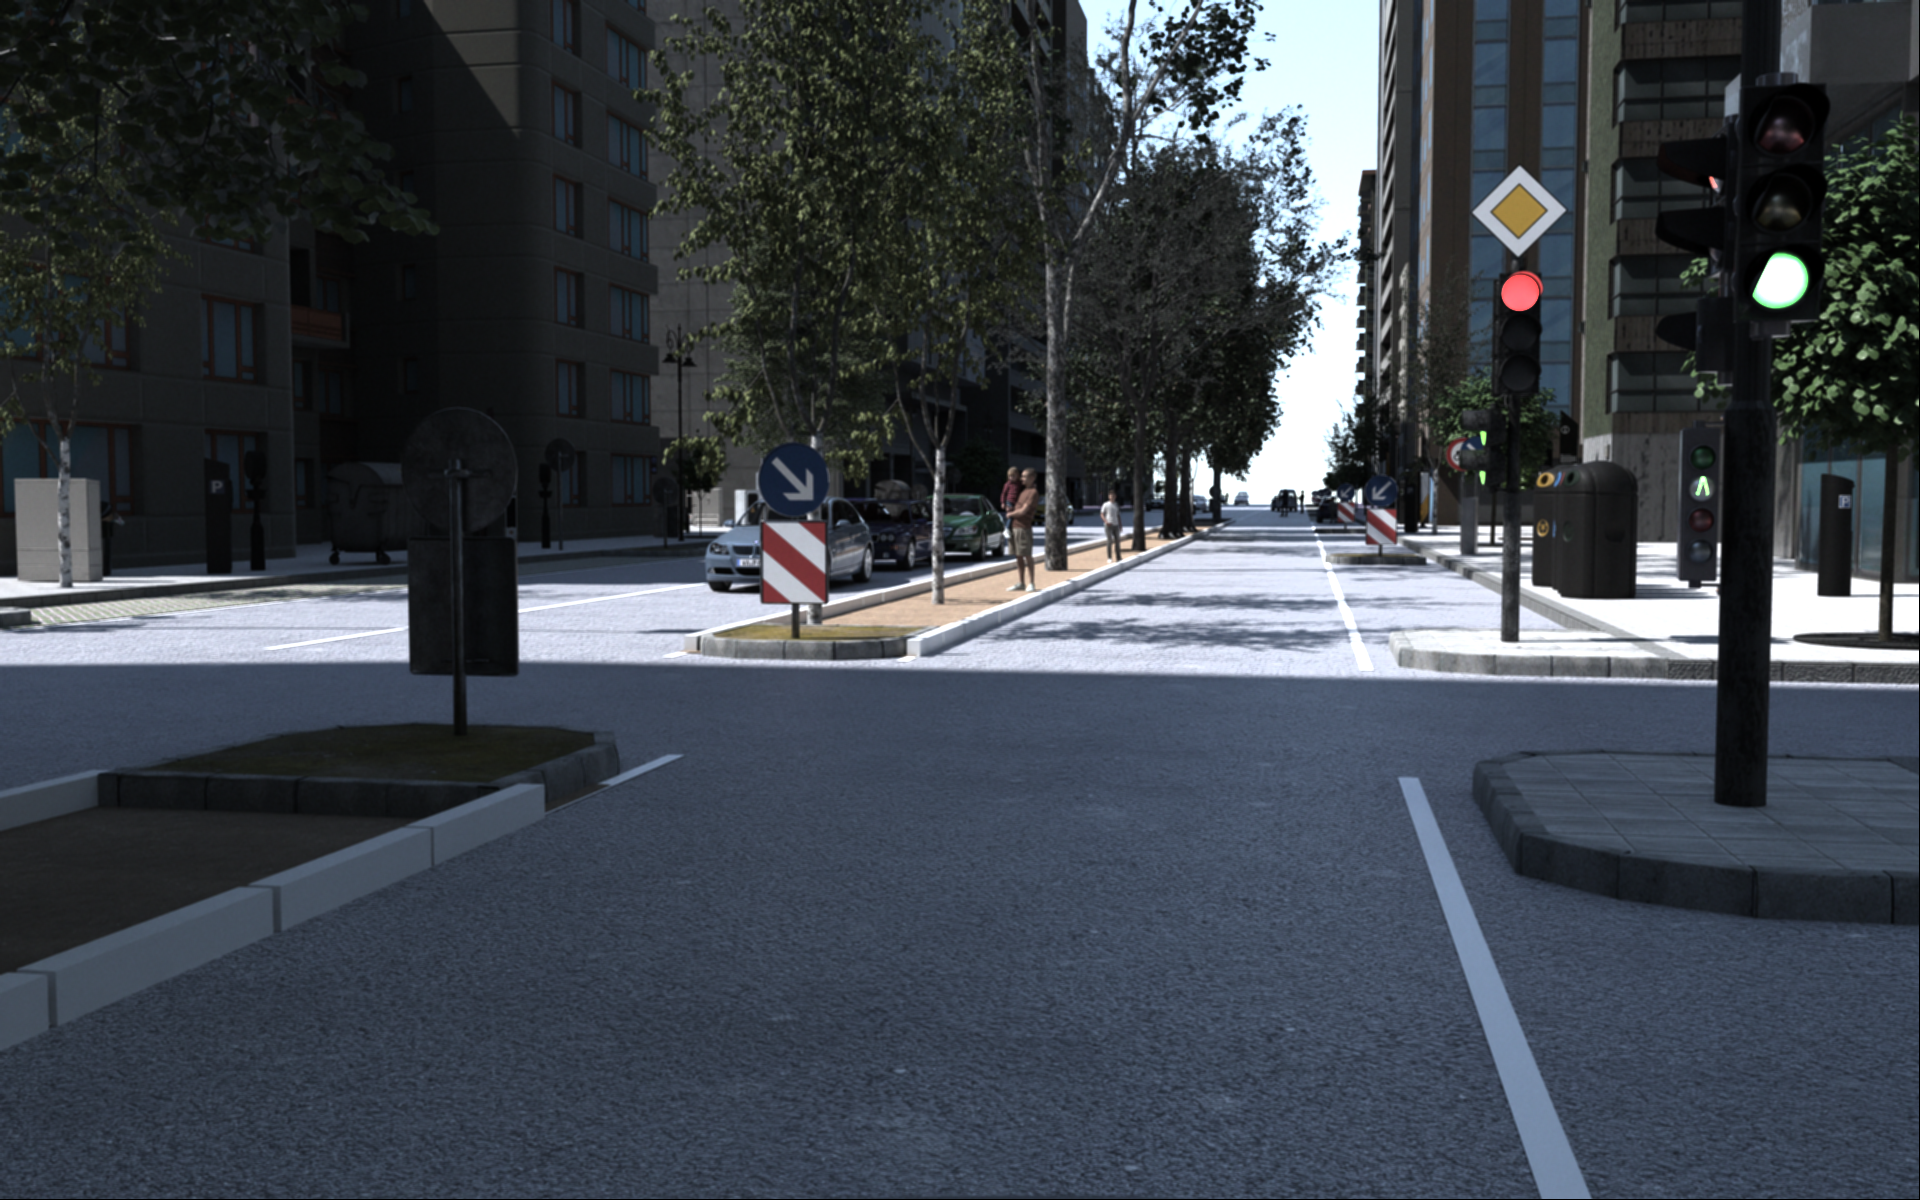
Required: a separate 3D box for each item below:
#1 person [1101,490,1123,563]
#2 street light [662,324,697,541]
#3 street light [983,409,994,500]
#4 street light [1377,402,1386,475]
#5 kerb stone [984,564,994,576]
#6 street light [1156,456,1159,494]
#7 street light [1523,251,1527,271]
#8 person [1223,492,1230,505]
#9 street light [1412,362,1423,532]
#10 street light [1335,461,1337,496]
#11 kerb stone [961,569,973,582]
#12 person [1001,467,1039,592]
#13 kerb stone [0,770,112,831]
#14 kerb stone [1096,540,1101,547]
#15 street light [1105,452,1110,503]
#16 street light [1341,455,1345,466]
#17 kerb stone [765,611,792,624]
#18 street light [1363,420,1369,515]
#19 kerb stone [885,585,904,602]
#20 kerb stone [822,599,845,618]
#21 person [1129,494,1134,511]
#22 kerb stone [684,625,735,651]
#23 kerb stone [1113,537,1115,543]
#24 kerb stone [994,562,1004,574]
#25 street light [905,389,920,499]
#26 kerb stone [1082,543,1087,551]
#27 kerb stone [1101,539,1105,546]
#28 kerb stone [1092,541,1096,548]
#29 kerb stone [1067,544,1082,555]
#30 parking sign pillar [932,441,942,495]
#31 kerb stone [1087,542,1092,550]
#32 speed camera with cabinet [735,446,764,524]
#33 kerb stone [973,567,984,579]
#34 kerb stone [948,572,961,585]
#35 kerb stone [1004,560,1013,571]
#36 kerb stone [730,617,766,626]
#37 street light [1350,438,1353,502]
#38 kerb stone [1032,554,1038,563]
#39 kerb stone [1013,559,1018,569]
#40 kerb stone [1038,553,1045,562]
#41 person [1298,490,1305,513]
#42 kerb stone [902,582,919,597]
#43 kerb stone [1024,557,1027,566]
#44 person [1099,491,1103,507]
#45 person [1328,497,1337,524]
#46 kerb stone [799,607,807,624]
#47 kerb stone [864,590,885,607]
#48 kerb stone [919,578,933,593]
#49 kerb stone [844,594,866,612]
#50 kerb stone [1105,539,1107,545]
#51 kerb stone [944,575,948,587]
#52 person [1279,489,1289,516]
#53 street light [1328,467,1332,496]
[{"bbox_3d":[3.190,-1.519,35.929,0.523,1.515,0.503,2,4,34],"label":"person"},{"bbox_3d":[-7.611,-4.547,47.136,0.468,5.910,1.993,1,4,11],"label":"street light"},{"bbox_3d":[1.557,-7.403,93.819,0.468,5.910,1.993,1,4,11],"label":"street light"},{"bbox_3d":[21.205,-6.996,87.175,0.468,5.910,1.993,1,4,11],"label":"street light"},{"bbox_3d":[0.412,-0.494,30.274,0.120,0.150,1.000,1,4,11],"label":"kerb stone"},{"bbox_3d":[23.283,-14.157,204.250,0.468,5.910,1.993,1,4,11],"label":"street light"},{"bbox_3d":[10.011,-3.567,31.111,0.468,5.910,1.993,1,4,11],"label":"street light"},{"bbox_3d":[34.404,-13.102,223.534,1.217,1.723,0.721,-3,4,-37],"label":"person"},{"bbox_3d":[15.624,-5.281,59.140,0.468,5.910,1.993,1,4,11],"label":"street light"},{"bbox_3d":[40.902,-13.155,187.872,0.468,5.910,1.993,1,4,11],"label":"street light"},{"bbox_3d":[0.015,-0.371,28.267,0.120,0.150,1.000,1,4,11],"label":"kerb stone"},{"bbox_3d":[0.891,-1.039,25.459,0.580,1.828,0.573,1,4,11],"label":"person"},{"bbox_3d":[-4.063,0.895,7.565,0.120,0.150,1.000,1,4,11],"label":"kerb stone"},{"bbox_3d":[3.582,-1.478,46.358,0.120,0.150,1.000,1,4,11],"label":"kerb stone"},{"bbox_3d":[12.676,-10.852,150.224,0.468,5.910,1.993,1,4,11],"label":"street light"},{"bbox_3d":[36.078,-11.635,163.025,0.468,5.910,1.993,1,4,11],"label":"street light"},{"bbox_3d":[-1.961,0.245,18.217,0.120,0.150,1.000,1,4,11],"label":"kerb stone"},{"bbox_3d":[24.920,-8.170,106.362,0.468,5.910,1.993,1,4,11],"label":"street light"},{"bbox_3d":[-0.961,-0.064,23.235,0.120,0.150,1.000,1,4,11],"label":"kerb stone"},{"bbox_3d":[-1.557,0.125,20.224,0.120,0.150,1.000,1,4,11],"label":"kerb stone"},{"bbox_3d":[14.885,-8.408,149.234,1.065,1.426,0.557,1,4,10],"label":"person"},{"bbox_3d":[-2.351,0.368,16.211,0.120,0.150,1.000,1,4,11],"label":"kerb stone"},{"bbox_3d":[4.373,-1.723,50.369,0.120,0.150,1.000,1,4,11],"label":"kerb stone"},{"bbox_3d":[0.613,-0.555,31.276,0.120,0.150,1.000,1,4,11],"label":"kerb stone"},{"bbox_3d":[-2.122,-6.263,75.189,0.468,5.910,1.993,1,4,11],"label":"street light"},{"bbox_3d":[2.992,-1.294,43.348,0.120,0.150,1.000,1,4,11],"label":"kerb stone"},{"bbox_3d":[3.785,-1.535,47.360,0.120,0.150,1.000,1,4,11],"label":"kerb stone"},{"bbox_3d":[3.389,-1.414,45.353,0.120,0.150,1.000,1,4,11],"label":"kerb stone"},{"bbox_3d":[2.793,-1.232,42.344,0.120,0.150,1.000,1,4,11],"label":"kerb stone"},{"bbox_3d":[-1.136,-6.047,87.337,1.447,3.967,1.447,0,4,4],"label":"parking sign pillar"},{"bbox_3d":[3.192,-1.355,44.350,0.120,0.150,1.000,1,4,11],"label":"kerb stone"},{"bbox_3d":[-8.261,-4.635,70.124,0.660,3.252,2.038,2,4,31],"label":"speed camera with cabinet"},{"bbox_3d":[0.220,-0.433,29.269,0.120,0.150,1.000,1,4,11],"label":"kerb stone"},{"bbox_3d":[-0.183,-0.308,27.265,0.120,0.150,1.000,1,4,11],"label":"kerb stone"},{"bbox_3d":[0.807,-0.616,32.281,0.120,0.150,1.000,1,4,11],"label":"kerb stone"},{"bbox_3d":[-2.161,0.305,17.215,0.120,0.150,1.000,1,4,11],"label":"kerb stone"},{"bbox_3d":[30.465,-9.908,134.781,0.468,5.910,1.993,1,4,11],"label":"street light"},{"bbox_3d":[1.403,-0.799,35.301,0.120,0.150,1.000,1,4,11],"label":"kerb stone"},{"bbox_3d":[1.009,-0.678,33.292,0.120,0.150,1.000,1,4,11],"label":"kerb stone"},{"bbox_3d":[1.605,-0.861,36.311,0.120,0.150,1.000,1,4,11],"label":"kerb stone"},{"bbox_3d":[25.528,-7.359,129.637,0.721,1.723,1.217,0,4,-5],"label":"person"},{"bbox_3d":[-0.771,-0.125,24.246,0.120,0.150,1.000,1,4,11],"label":"kerb stone"},{"bbox_3d":[1.211,-0.740,34.294,0.120,0.150,1.000,1,4,11],"label":"kerb stone"},{"bbox_3d":[14.171,-10.051,173.761,0.530,1.710,0.541,1,4,11],"label":"person"},{"bbox_3d":[17.947,-4.323,83.454,0.475,1.303,0.640,-2,4,-33],"label":"person"},{"bbox_3d":[-1.763,0.182,19.222,0.120,0.150,1.000,1,4,11],"label":"kerb stone"},{"bbox_3d":[-1.172,-0.002,22.231,0.120,0.150,1.000,1,4,11],"label":"kerb stone"},{"bbox_3d":[-0.578,-0.186,25.249,0.120,0.150,1.000,1,4,11],"label":"kerb stone"},{"bbox_3d":[-1.371,0.065,21.229,0.120,0.150,1.000,1,4,11],"label":"kerb stone"},{"bbox_3d":[3.977,-1.601,48.364,0.120,0.150,1.000,1,4,11],"label":"kerb stone"},{"bbox_3d":[-0.372,-0.248,26.250,0.120,0.150,1.000,1,4,11],"label":"kerb stone"},{"bbox_3d":[20.729,-6.242,111.009,0.568,1.767,0.683,3,5,44],"label":"person"},{"bbox_3d":[46.347,-14.871,215.934,0.468,5.910,1.993,1,4,11],"label":"street light"}]
